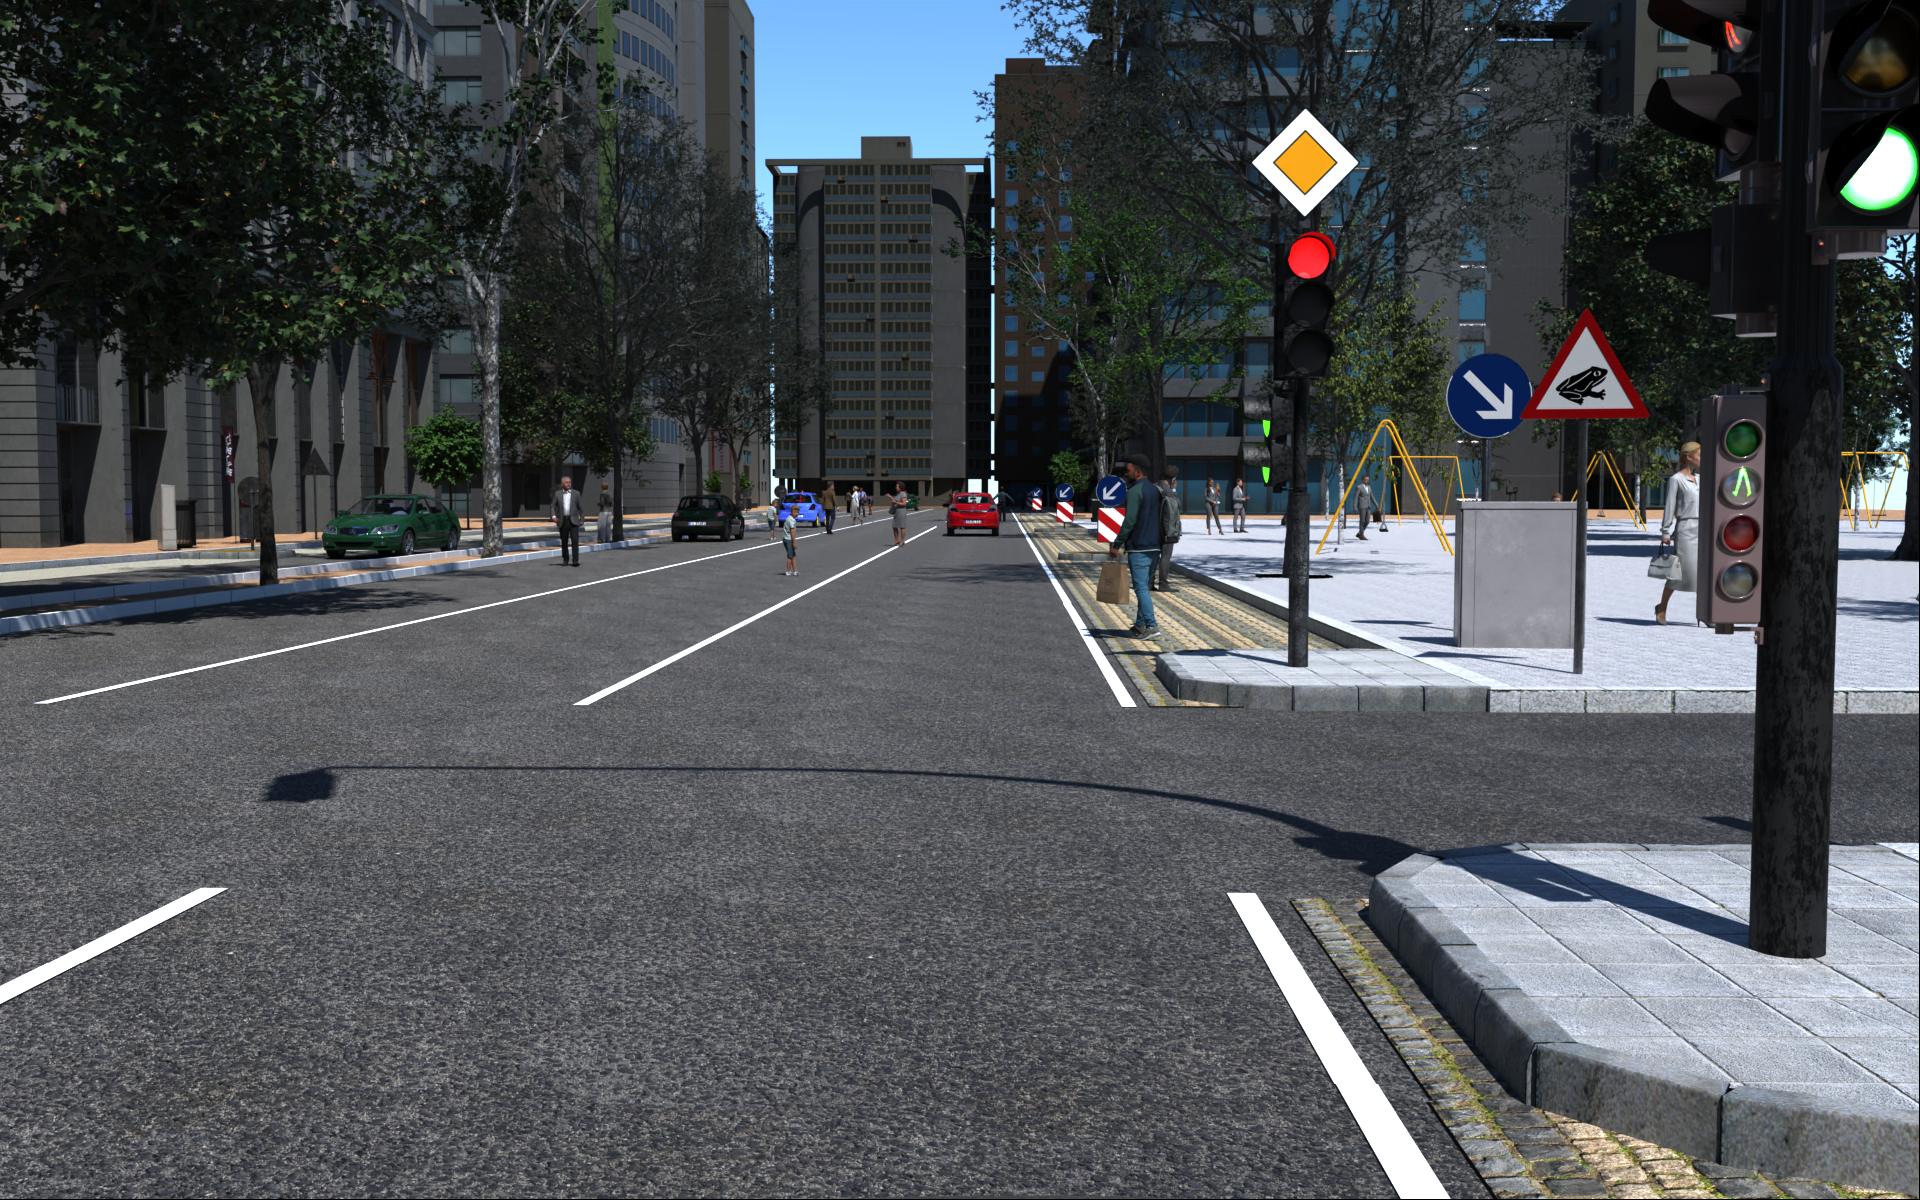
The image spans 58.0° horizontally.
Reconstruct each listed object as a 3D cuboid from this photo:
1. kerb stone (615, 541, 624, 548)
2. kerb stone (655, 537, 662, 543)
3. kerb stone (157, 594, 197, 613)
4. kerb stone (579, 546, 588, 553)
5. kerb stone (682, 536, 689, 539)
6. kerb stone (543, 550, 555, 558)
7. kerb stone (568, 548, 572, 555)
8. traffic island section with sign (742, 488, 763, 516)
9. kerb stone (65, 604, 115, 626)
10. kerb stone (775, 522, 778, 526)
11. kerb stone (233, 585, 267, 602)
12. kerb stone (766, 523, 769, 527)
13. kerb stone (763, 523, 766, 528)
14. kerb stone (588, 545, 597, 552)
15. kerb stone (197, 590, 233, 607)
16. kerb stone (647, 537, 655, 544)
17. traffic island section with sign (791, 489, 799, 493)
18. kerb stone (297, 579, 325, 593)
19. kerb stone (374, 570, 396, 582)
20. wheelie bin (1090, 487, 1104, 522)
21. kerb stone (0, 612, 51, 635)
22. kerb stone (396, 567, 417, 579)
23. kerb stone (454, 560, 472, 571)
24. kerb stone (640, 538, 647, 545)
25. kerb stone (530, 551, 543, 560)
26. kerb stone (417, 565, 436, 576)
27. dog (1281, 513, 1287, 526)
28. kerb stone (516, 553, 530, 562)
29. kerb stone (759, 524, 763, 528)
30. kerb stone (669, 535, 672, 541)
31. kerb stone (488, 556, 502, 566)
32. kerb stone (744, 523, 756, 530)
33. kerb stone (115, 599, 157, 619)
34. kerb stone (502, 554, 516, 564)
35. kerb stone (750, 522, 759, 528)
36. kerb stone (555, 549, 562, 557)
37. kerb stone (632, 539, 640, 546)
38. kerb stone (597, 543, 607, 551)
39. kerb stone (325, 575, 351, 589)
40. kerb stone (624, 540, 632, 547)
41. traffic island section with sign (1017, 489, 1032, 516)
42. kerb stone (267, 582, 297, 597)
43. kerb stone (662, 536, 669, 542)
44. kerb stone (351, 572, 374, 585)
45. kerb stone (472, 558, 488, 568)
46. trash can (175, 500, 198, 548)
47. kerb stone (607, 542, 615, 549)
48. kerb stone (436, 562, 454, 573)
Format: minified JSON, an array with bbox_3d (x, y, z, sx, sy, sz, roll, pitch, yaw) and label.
[{"bbox_3d":[-9.155,-1.452,45.990,0.120,0.150,1.000,0,4,1],"label":"kerb stone"},{"bbox_3d":[-9.033,-1.769,51.117,0.120,0.150,1.000,0,4,1],"label":"kerb stone"},{"bbox_3d":[-9.747,0.050,21.390,0.120,0.150,1.000,0,4,1],"label":"kerb stone"},{"bbox_3d":[-9.250,-1.205,41.902,0.120,0.150,1.000,0,4,1],"label":"kerb stone"},{"bbox_3d":[-8.904,-2.082,56.230,0.120,0.150,1.000,0,4,1],"label":"kerb stone"},{"bbox_3d":[-9.331,-1.017,38.816,0.120,0.150,1.000,0,4,1],"label":"kerb stone"},{"bbox_3d":[-9.281,-1.142,40.872,0.120,0.150,1.000,0,4,1],"label":"kerb stone"},{"bbox_3d":[-14.222,-6.535,115.472,1.989,1.847,2.006,0,4,1],"label":"traffic island section with sign"},{"bbox_3d":[-9.788,0.174,19.344,0.120,0.150,1.000,0,4,1],"label":"kerb stone"},{"bbox_3d":[-8.401,-3.400,77.790,0.120,0.150,1.000,0,4,1],"label":"kerb stone"},{"bbox_3d":[-9.689,-0.070,23.437,0.120,0.150,1.000,0,4,1],"label":"kerb stone"},{"bbox_3d":[-8.469,-3.212,74.710,0.120,0.150,1.000,0,4,1],"label":"kerb stone"},{"bbox_3d":[-8.495,-3.149,73.688,0.120,0.150,1.000,0,4,1],"label":"kerb stone"},{"bbox_3d":[-9.232,-1.268,42.924,0.120,0.150,1.000,0,4,1],"label":"kerb stone"},{"bbox_3d":[-9.721,-0.013,22.412,0.120,0.150,1.000,0,4,1],"label":"kerb stone"},{"bbox_3d":[-9.061,-1.706,50.095,0.120,0.150,1.000,0,4,1],"label":"kerb stone"},{"bbox_3d":[-13.585,-8.183,142.420,1.989,1.847,2.006,0,4,1],"label":"traffic island section with sign"},{"bbox_3d":[-9.643,-0.202,25.494,0.120,0.150,1.000,0,4,1],"label":"kerb stone"},{"bbox_3d":[-9.574,-0.389,28.564,0.120,0.150,1.000,0,4,1],"label":"kerb stone"},{"bbox_3d":[6.381,-4.356,79.126,0.980,1.594,0.693,3,5,43],"label":"wheelie bin"},{"bbox_3d":[-9.822,0.237,18.322,0.120,0.150,1.000,0,4,1],"label":"kerb stone"},{"bbox_3d":[-9.552,-0.450,29.590,0.120,0.150,1.000,0,4,1],"label":"kerb stone"},{"bbox_3d":[-9.471,-0.640,32.662,0.120,0.150,1.000,0,4,1],"label":"kerb stone"},{"bbox_3d":[-9.088,-1.643,49.068,0.120,0.150,1.000,0,4,1],"label":"kerb stone"},{"bbox_3d":[-9.348,-0.954,37.787,0.120,0.150,1.000,0,4,1],"label":"kerb stone"},{"bbox_3d":[-9.525,-0.515,30.612,0.120,0.150,1.000,0,4,1],"label":"kerb stone"},{"bbox_3d":[13.254,-3.453,70.844,0.800,0.831,0.513,0,4,7],"label":"dog"},{"bbox_3d":[-9.380,-0.891,36.760,0.120,0.150,1.000,0,4,1],"label":"kerb stone"},{"bbox_3d":[-8.513,-3.085,72.666,0.120,0.150,1.000,0,4,1],"label":"kerb stone"},{"bbox_3d":[-8.986,-1.890,53.165,0.120,0.150,1.000,0,4,1],"label":"kerb stone"},{"bbox_3d":[-9.426,-0.762,34.706,0.120,0.150,1.000,0,4,1],"label":"kerb stone"},{"bbox_3d":[-8.561,-2.960,70.622,0.120,0.150,1.000,0,4,1],"label":"kerb stone"},{"bbox_3d":[-9.773,0.112,20.366,0.120,0.150,1.000,0,4,1],"label":"kerb stone"},{"bbox_3d":[-9.408,-0.828,35.737,0.120,0.150,1.000,0,4,1],"label":"kerb stone"},{"bbox_3d":[-8.545,-3.024,71.644,0.120,0.150,1.000,0,4,1],"label":"kerb stone"},{"bbox_3d":[-9.305,-1.076,39.846,0.120,0.150,1.000,0,4,1],"label":"kerb stone"},{"bbox_3d":[-9.111,-1.581,48.046,0.120,0.150,1.000,0,4,1],"label":"kerb stone"},{"bbox_3d":[-9.201,-1.328,43.946,0.120,0.150,1.000,0,4,1],"label":"kerb stone"},{"bbox_3d":[-9.619,-0.259,26.519,0.120,0.150,1.000,0,4,1],"label":"kerb stone"},{"bbox_3d":[-9.133,-1.518,47.012,0.120,0.150,1.000,0,4,1],"label":"kerb stone"},{"bbox_3d":[4.972,-6.482,114.607,1.989,1.847,2.006,0,4,1],"label":"traffic island section with sign"},{"bbox_3d":[-9.670,-0.139,24.462,0.120,0.150,1.000,0,4,1],"label":"kerb stone"},{"bbox_3d":[-9.009,-1.825,52.143,0.120,0.150,1.000,0,4,1],"label":"kerb stone"},{"bbox_3d":[-9.599,-0.327,27.541,0.120,0.150,1.000,0,4,1],"label":"kerb stone"},{"bbox_3d":[-9.445,-0.703,33.683,0.120,0.150,1.000,0,4,1],"label":"kerb stone"},{"bbox_3d":[-18.439,-1.797,41.034,0.748,1.137,0.748,0,3,0],"label":"trash can"},{"bbox_3d":[-9.183,-1.393,44.968,0.120,0.150,1.000,0,4,1],"label":"kerb stone"},{"bbox_3d":[-9.503,-0.573,31.637,0.120,0.150,1.000,0,4,1],"label":"kerb stone"}]
